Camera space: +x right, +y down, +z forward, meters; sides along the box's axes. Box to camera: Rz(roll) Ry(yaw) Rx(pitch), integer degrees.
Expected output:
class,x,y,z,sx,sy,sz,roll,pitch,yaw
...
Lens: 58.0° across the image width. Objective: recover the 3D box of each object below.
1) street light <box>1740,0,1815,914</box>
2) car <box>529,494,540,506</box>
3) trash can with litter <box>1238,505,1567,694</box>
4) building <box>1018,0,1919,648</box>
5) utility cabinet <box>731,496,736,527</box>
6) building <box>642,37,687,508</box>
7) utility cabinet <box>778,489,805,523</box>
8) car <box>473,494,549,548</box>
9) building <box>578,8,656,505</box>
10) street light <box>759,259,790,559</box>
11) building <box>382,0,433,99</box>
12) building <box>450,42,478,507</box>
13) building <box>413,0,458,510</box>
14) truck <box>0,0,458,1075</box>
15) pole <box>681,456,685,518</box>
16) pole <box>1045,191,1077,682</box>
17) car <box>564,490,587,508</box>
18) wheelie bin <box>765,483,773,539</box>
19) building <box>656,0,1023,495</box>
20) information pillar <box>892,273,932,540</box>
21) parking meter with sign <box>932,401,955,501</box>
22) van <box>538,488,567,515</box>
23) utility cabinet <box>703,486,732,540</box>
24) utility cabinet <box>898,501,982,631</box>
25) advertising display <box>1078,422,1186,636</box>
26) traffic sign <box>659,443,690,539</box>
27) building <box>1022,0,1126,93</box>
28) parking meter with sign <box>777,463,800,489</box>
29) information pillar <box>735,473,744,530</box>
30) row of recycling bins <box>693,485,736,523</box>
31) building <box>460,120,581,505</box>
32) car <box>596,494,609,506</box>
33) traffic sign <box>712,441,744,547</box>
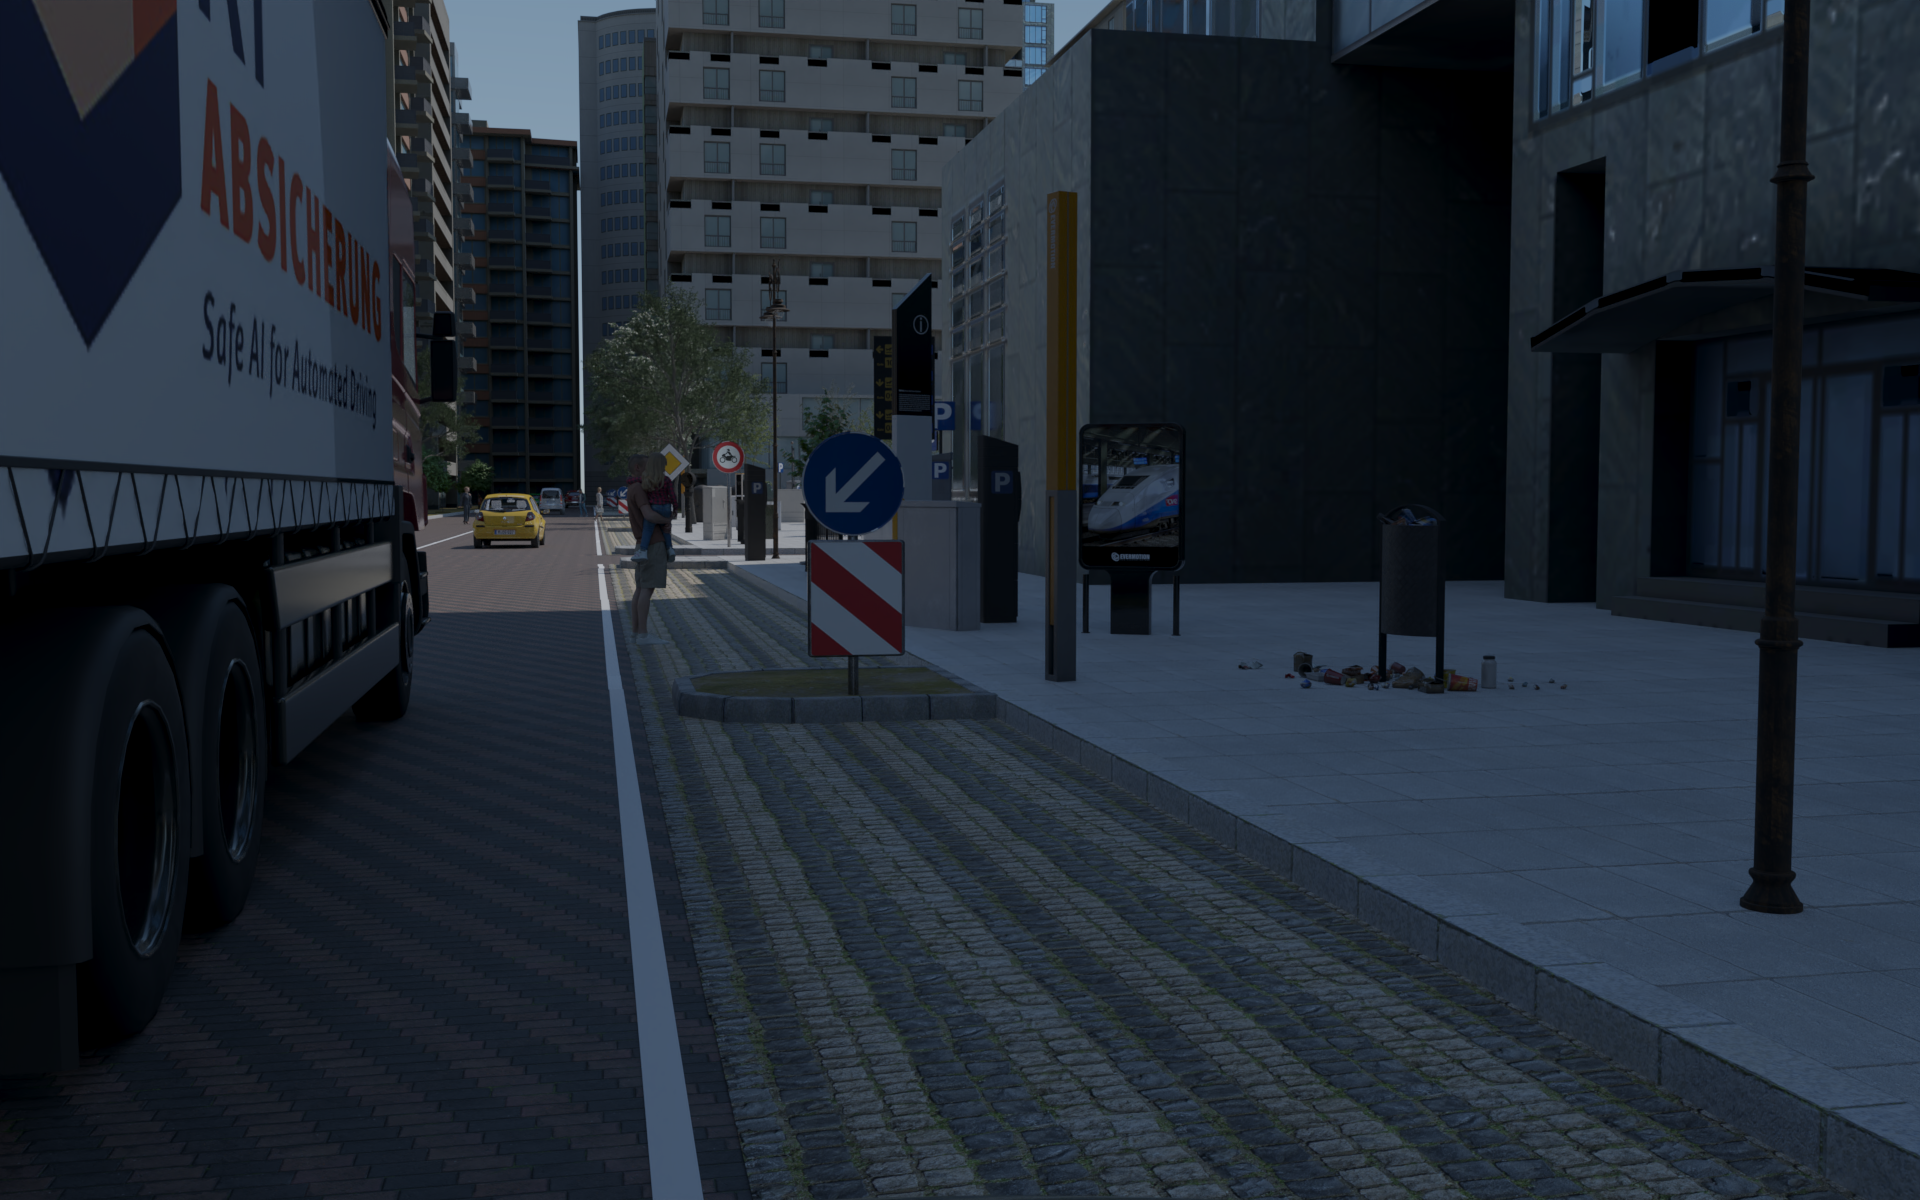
class,x,y,z,sx,sy,sz,roll,pitch,yaw
street light,2.517,-1.982,5.194,0.468,5.910,1.993,-1,4,-12
car,-43.527,-10.310,177.371,1.959,1.807,4.718,-1,4,-11
trash can with litter,2.890,-0.054,11.948,1.678,1.210,2.233,-2,4,-33
building,13.768,-43.211,19.171,22.319,86.520,31.000,-1,4,-12
utility cabinet,-9.004,-3.405,66.836,1.020,1.237,0.306,-3,4,-36
building,-22.137,-29.160,160.357,14.154,41.232,14.086,-1,4,-12
utility cabinet,-7.489,-4.176,76.951,1.173,1.500,0.318,0,4,3
car,-12.256,-2.262,47.215,2.015,1.641,3.980,-1,4,-10
building,-31.470,-40.839,209.723,28.212,58.520,21.231,-1,4,-12
street light,-3.653,-3.755,34.175,0.468,5.910,1.993,-1,4,-12
building,-49.722,-28.712,124.070,22.147,44.769,28.867,-1,4,-12
building,-64.252,-33.780,171.918,30.456,49.044,23.786,-1,4,-12
building,-55.403,-32.112,148.738,21.300,48.544,21.600,-1,4,-12
truck,-3.990,-1.139,7.535,2.839,4.237,11.283,-1,4,-12
pole,-14.794,-6.033,92.481,0.158,3.312,0.155,0,3,0
pole,0.691,-1.099,11.813,0.158,3.312,0.155,0,3,0
car,-39.009,-10.209,175.595,2.281,1.827,5.304,-1,4,-12
wheelie bin,-5.688,-2.529,49.263,0.980,1.594,0.693,-3,5,-43
building,-10.501,-33.737,140.844,28.713,52.752,27.495,-1,4,-12
information pillar,-0.495,-1.650,18.331,0.504,3.616,0.183,-3,5,-39
parking meter with sign,-0.379,-2.172,31.774,0.543,3.016,1.738,0,4,1
van,-28.535,-6.982,121.161,2.013,2.044,4.112,-1,4,-11
utility cabinet,-6.745,-2.419,48.227,0.318,1.500,1.173,1,4,19
utility cabinet,-0.204,-0.334,16.630,0.306,1.237,1.020,-3,4,-36
advertising display,1.564,-0.647,15.791,0.974,1.923,0.123,1,4,20
traffic sign,-5.718,-1.866,34.146,0.795,2.450,0.064,-1,4,-12
building,23.743,-36.528,186.476,27.495,52.752,28.713,-1,4,-12
parking meter with sign,-9.245,-6.098,95.970,1.738,3.016,0.543,2,4,25
information pillar,-7.781,-3.496,61.659,0.304,2.012,0.304,2,4,30
row of recycling bins,-10.559,-4.389,78.871,3.534,1.692,1.069,-2,4,-35
building,-59.550,-33.662,204.993,28.867,44.769,22.147,-1,4,-12
car,-37.150,-10.364,181.461,2.014,1.417,4.499,-1,4,-12
traffic sign,-5.571,-2.544,41.706,0.768,2.556,0.104,-1,4,-9
